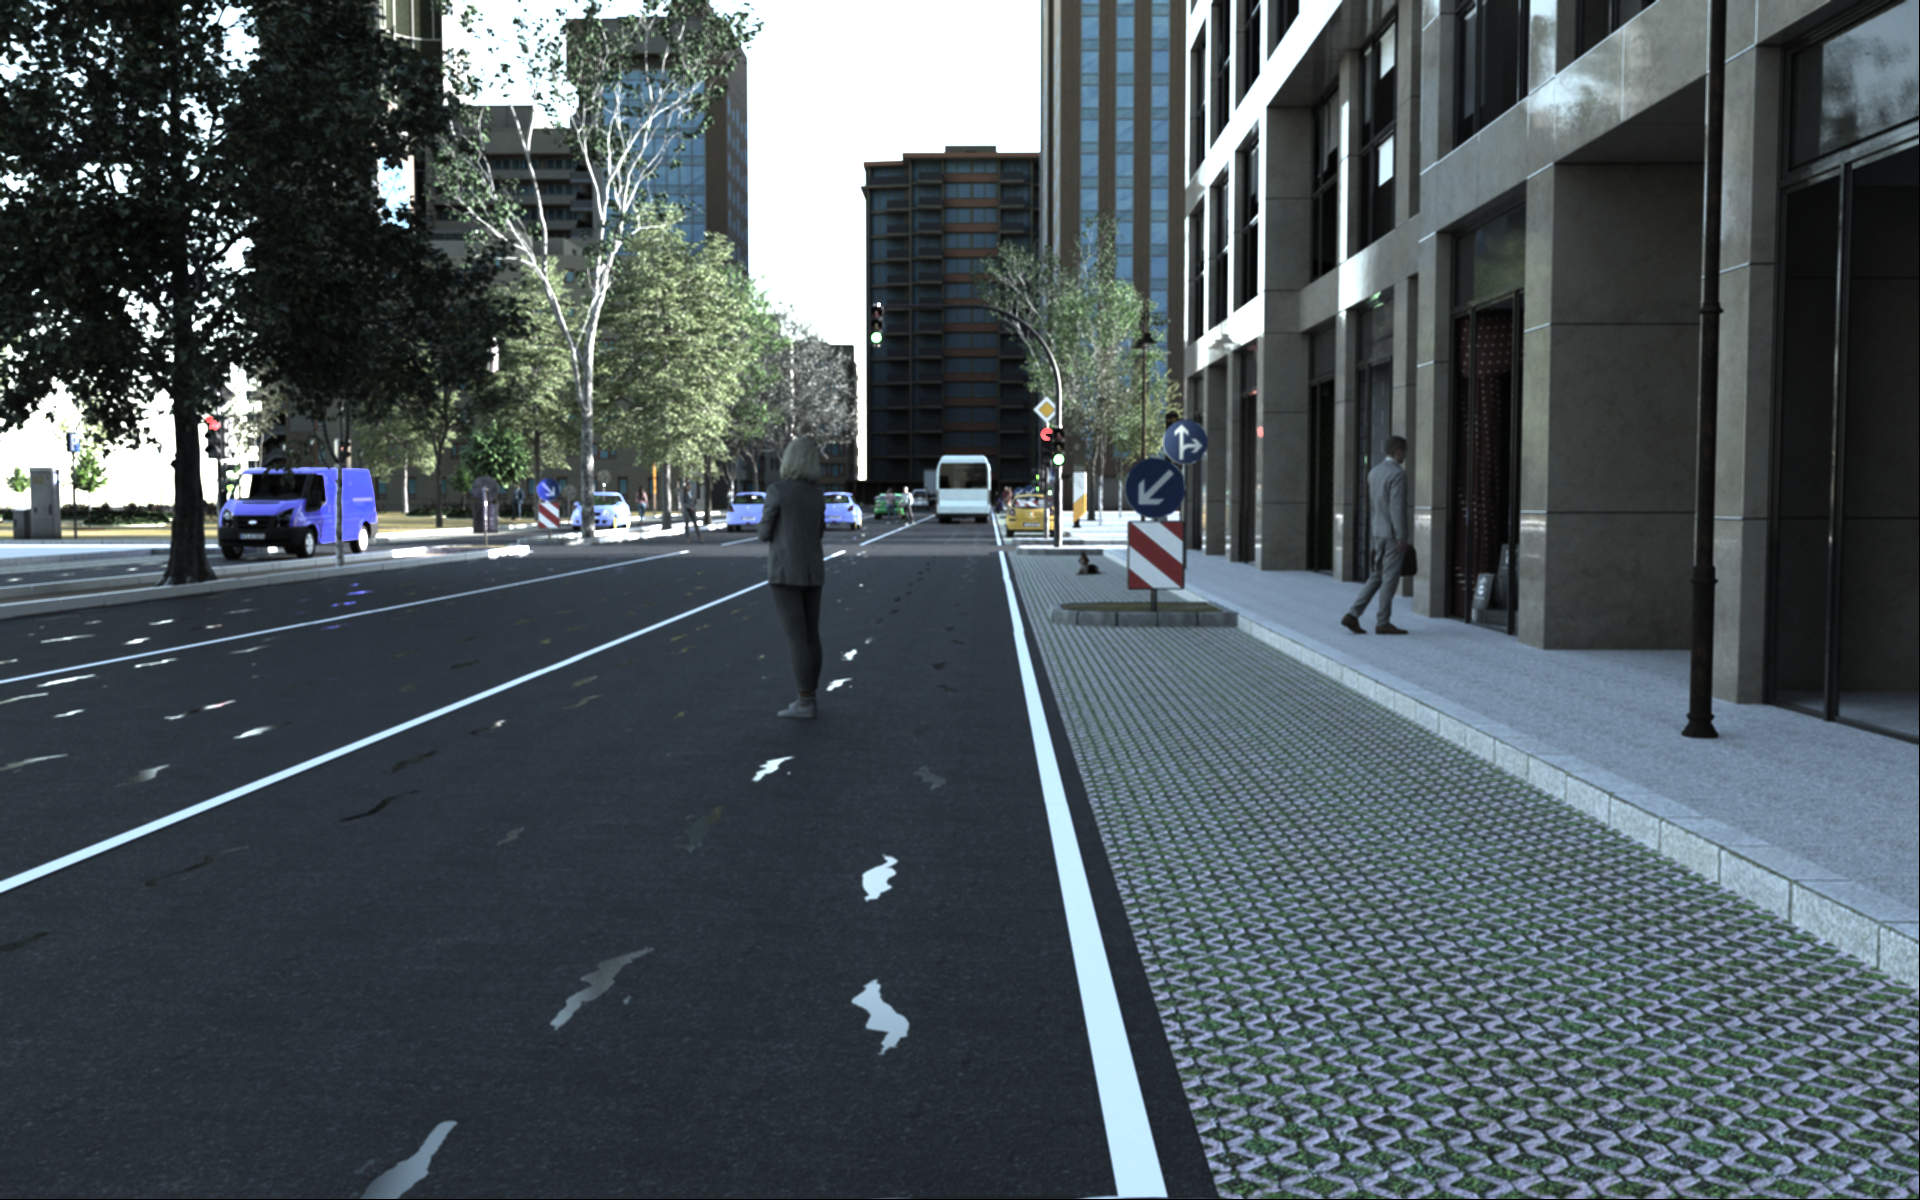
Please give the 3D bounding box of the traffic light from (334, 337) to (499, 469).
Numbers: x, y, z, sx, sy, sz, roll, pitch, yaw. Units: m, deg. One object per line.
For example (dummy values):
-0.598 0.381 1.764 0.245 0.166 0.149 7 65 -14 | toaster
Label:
-15.705 -4.604 49.942 4.771 5.953 1.251 0 4 1 | traffic light

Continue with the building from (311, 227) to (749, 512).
-33.147 -18.038 139.956 27.650 21.520 28.899 0 4 1 | building

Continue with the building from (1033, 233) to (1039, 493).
15.146 -25.743 192.599 14.160 30.474 14.107 0 4 1 | building

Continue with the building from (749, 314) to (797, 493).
-33.835 -20.909 186.909 28.899 21.520 27.650 0 4 1 | building

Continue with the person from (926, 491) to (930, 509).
-3.218 -9.766 168.695 0.721 1.766 1.217 2 4 23 | person

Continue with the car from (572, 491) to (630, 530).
-14.439 -3.673 69.642 1.945 1.707 3.694 0 4 1 | car

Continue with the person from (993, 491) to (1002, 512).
3.083 -8.085 141.491 0.445 1.727 0.742 2 4 30 | person

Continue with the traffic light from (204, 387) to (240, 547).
-17.929 -3.244 41.957 0.839 4.253 0.868 0 4 1 | traffic light

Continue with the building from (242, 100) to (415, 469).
-70.009 -33.227 193.365 14.200 45.320 14.600 0 4 1 | building

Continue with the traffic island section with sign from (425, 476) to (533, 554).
-11.749 -2.085 42.225 2.006 1.907 1.989 0 4 1 | traffic island section with sign

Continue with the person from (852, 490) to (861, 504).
-11.213 -10.795 184.938 1.348 1.831 0.705 0 4 7 | person

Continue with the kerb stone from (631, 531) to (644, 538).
-10.484 -2.075 56.126 0.120 0.150 1.000 0 4 1 | kerb stone

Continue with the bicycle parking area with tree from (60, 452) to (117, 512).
-50.266 -7.124 103.475 8.231 4.147 9.016 1 4 13 | bicycle parking area with tree

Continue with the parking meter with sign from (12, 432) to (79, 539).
-26.007 -3.239 49.220 1.738 3.016 0.543 0 4 -1 | parking meter with sign

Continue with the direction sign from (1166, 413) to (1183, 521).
6.222 -3.469 48.722 0.876 3.537 0.379 0 4 2 | direction sign

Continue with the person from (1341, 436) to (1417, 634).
3.934 -0.593 15.855 0.853 1.813 0.709 -1 4 -20 | person

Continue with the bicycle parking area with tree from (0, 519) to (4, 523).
-43.971 -5.152 71.230 9.016 4.147 8.231 0 4 -4 | bicycle parking area with tree

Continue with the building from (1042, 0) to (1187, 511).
14.232 -30.554 149.661 14.600 45.320 14.200 0 4 1 | building

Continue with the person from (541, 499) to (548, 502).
-19.380 -4.570 80.669 0.656 1.842 0.836 2 4 29 | person

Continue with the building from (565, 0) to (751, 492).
-27.497 -31.270 161.374 14.600 45.320 14.200 0 4 1 | building

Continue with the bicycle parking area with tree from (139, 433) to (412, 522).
-32.633 -5.869 82.957 9.016 4.147 8.231 2 4 30 | bicycle parking area with tree

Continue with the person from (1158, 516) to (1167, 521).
4.441 -1.910 37.837 0.524 1.755 0.480 -2 4 -34 | person

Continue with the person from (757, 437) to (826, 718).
-1.116 -0.156 11.239 0.537 1.800 0.526 -3 5 -40 | person

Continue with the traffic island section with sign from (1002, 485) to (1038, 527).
2.929 -4.067 75.120 1.989 1.847 2.006 0 4 1 | traffic island section with sign

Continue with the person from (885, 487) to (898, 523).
-3.313 -4.607 84.413 0.593 1.750 0.643 -3 4 -37 | person

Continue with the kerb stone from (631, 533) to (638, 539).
-10.489 -2.013 55.103 0.120 0.150 1.000 0 4 1 | kerb stone

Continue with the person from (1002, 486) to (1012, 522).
2.420 -4.874 88.160 0.580 1.828 0.573 2 4 31 | person

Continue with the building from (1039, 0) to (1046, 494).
18.317 -38.432 170.361 21.231 58.520 28.212 0 4 1 | building

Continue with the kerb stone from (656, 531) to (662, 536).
-10.433 -2.263 59.200 0.120 0.150 1.000 0 4 1 | kerb stone

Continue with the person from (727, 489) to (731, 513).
-16.004 -6.874 121.070 0.590 1.801 0.661 2 4 26 | person

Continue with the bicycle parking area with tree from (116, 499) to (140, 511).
-40.168 -6.683 96.272 8.231 4.147 9.016 1 4 9 | bicycle parking area with tree

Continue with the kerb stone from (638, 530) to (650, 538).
-10.462 -2.138 57.151 0.120 0.150 1.000 0 4 1 | kerb stone

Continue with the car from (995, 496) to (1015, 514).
3.527 -7.054 127.919 1.945 1.354 3.894 0 4 1 | car

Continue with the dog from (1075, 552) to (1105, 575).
2.352 -0.650 30.815 0.748 0.427 0.550 -1 4 -15 | dog

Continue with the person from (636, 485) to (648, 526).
-14.415 -4.283 78.530 0.555 1.821 0.388 -1 4 -17 | person

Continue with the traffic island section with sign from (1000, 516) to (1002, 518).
3.368 -5.715 102.072 1.989 1.847 2.006 0 4 1 | traffic island section with sign

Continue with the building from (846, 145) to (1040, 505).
0.683 -34.593 220.212 28.867 44.769 22.147 0 4 1 | building

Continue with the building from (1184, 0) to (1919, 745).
14.567 -13.357 22.897 19.350 26.468 34.151 0 4 1 | building

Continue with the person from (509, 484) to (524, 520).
-21.998 -4.881 86.027 0.721 1.800 0.419 1 4 17 | person

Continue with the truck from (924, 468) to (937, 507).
-2.565 -12.582 194.624 2.839 4.237 11.283 0 4 2 | truck

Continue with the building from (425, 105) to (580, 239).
-53.471 -36.422 219.205 21.600 48.544 21.300 0 4 1 | building

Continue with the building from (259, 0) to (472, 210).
-74.572 -47.748 218.932 20.611 71.187 20.563 0 4 1 | building

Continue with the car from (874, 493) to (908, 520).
-3.912 -5.498 98.691 1.959 1.807 4.718 0 4 0 | car

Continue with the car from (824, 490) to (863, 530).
-4.925 -3.696 70.028 1.945 1.707 3.694 0 4 1 | car

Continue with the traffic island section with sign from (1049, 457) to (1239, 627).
2.017 -0.665 19.509 1.989 1.847 2.006 0 4 1 | traffic island section with sign

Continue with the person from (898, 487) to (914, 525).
-2.555 -4.383 80.652 0.782 1.767 0.515 1 4 23 | person

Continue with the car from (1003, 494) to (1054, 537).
2.425 -2.938 58.257 2.015 1.641 3.980 0 4 3 | car

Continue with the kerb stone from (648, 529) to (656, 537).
-10.446 -2.201 58.178 0.120 0.150 1.000 0 4 1 | kerb stone

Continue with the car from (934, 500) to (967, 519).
-0.472 -5.730 102.731 2.155 1.783 4.494 0 4 2 | car

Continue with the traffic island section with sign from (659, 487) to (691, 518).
-16.652 -5.733 102.368 1.989 1.847 2.006 0 4 1 | traffic island section with sign

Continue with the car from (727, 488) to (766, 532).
-7.949 -3.487 66.601 1.945 1.707 3.694 0 4 -1 | car

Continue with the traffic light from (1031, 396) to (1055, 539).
2.461 -3.713 49.627 0.839 4.253 0.868 0 4 1 | traffic light

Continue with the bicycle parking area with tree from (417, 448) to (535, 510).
-30.876 -7.613 111.474 9.016 4.147 8.231 1 4 20 | bicycle parking area with tree

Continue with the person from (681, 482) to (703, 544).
-7.757 -2.530 50.145 0.573 1.790 0.520 3 5 39 | person

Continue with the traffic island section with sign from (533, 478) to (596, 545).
-11.618 -2.538 49.631 2.006 1.907 1.989 0 4 1 | traffic island section with sign

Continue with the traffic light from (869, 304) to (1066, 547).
0.237 -4.090 41.535 4.771 5.953 1.251 0 4 1 | traffic light

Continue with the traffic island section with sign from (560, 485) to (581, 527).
-17.093 -4.085 75.416 1.989 1.847 2.006 0 4 1 | traffic island section with sign

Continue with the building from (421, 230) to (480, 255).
-55.428 -25.783 193.249 14.107 30.474 14.160 0 4 1 | building

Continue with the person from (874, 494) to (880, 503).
-6.513 -7.679 137.234 0.628 1.438 0.799 0 4 2 | person

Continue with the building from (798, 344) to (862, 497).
-28.142 -23.220 224.681 28.899 21.520 27.650 0 4 1 | building
